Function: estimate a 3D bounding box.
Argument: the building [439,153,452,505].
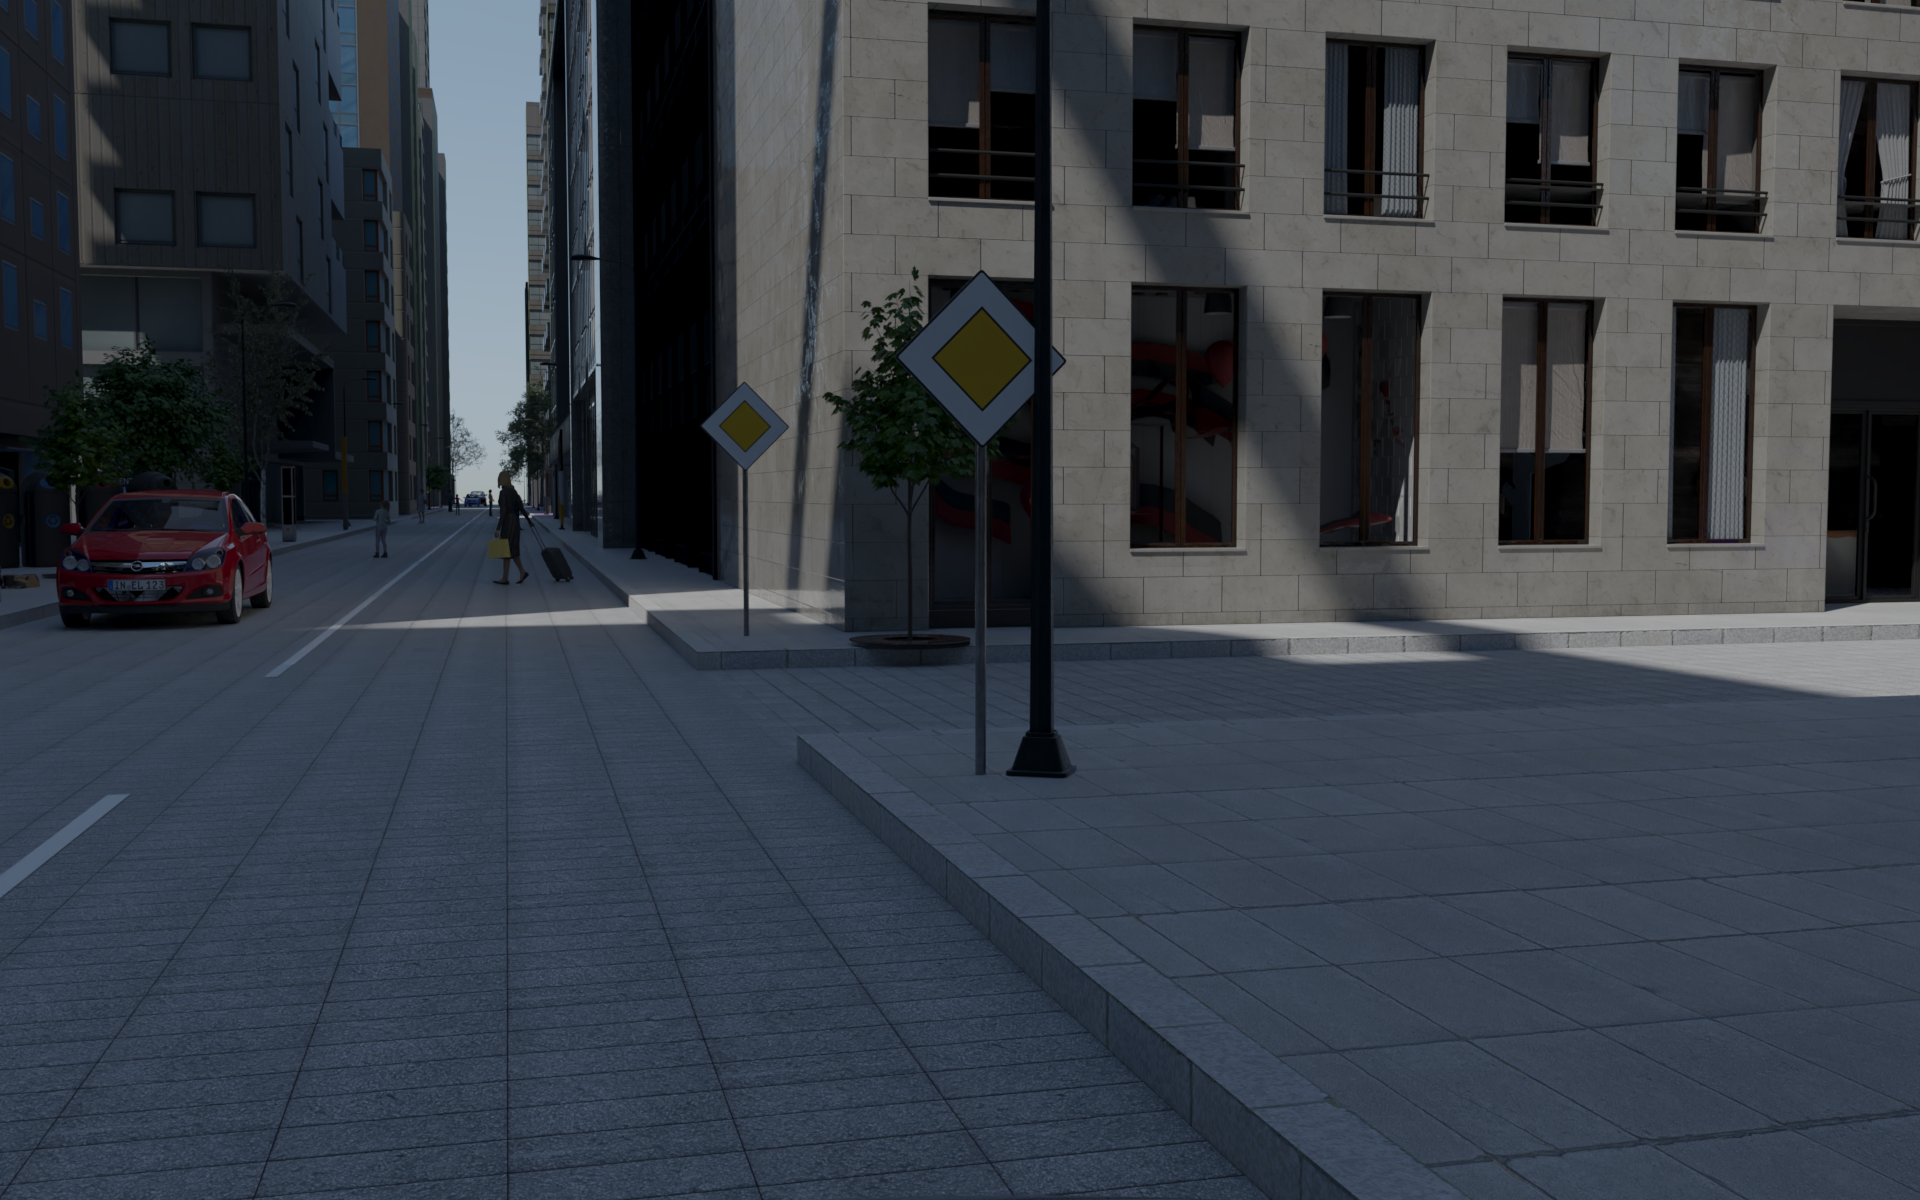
[{"bbox_3d":[-66.590,-31.596,200.182,14.154,41.232,14.086,-1,4,-15],"label":"building"}]

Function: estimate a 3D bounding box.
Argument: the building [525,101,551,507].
[{"bbox_3d":[-38.981,-30.689,185.352,14.154,41.232,14.086,-1,4,-15],"label":"building"}]

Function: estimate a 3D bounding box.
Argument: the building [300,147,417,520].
[{"bbox_3d":[-45.950,-15.439,97.463,27.650,21.520,28.899,-1,4,-15],"label":"building"}]

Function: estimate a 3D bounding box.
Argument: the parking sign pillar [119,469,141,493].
[{"bbox_3d":[-25.307,-3.926,52.661,1.447,3.967,1.447,0,4,-4],"label":"parking sign pillar"}]

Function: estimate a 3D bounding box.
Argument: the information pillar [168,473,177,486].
[{"bbox_3d":[-25.422,-3.138,55.793,0.304,2.012,0.304,-1,4,-8],"label":"information pillar"}]

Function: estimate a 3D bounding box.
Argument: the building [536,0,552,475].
[{"bbox_3d":[-24.595,-32.420,149.670,23.786,49.044,30.456,-1,4,-15],"label":"building"}]

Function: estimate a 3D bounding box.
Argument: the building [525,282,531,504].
[{"bbox_3d":[-52.188,-28.462,237.062,14.160,30.474,14.107,-1,4,-15],"label":"building"}]

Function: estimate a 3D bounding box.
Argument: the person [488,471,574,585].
[{"bbox_3d":[-6.893,-1.163,27.731,1.509,1.804,0.699,-3,5,-42],"label":"person"}]

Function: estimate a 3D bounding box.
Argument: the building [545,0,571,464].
[{"bbox_3d":[-10.360,-15.691,75.615,14.314,24.678,30.058,-1,4,-15],"label":"building"}]

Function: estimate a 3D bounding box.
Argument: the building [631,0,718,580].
[{"bbox_3d":[0.299,-12.509,34.199,12.332,23.373,15.834,-1,4,-15],"label":"building"}]

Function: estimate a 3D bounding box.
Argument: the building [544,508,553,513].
[{"bbox_3d":[-13.548,-26.474,124.736,32.217,40.220,23.993,-1,4,-15],"label":"building"}]

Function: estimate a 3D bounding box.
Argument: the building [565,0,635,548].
[{"bbox_3d":[-5.124,-14.261,51.190,12.078,24.808,19.932,-1,4,-15],"label":"building"}]

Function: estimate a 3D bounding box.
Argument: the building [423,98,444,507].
[{"bbox_3d":[-59.559,-29.883,172.189,14.154,41.232,14.086,-1,4,-15],"label":"building"}]

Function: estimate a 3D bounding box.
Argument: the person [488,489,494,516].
[{"bbox_3d":[-30.129,-6.255,111.474,0.721,1.736,1.217,0,4,-3],"label":"person"}]

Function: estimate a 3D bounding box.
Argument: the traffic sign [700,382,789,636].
[{"bbox_3d":[-1.933,-0.731,15.588,0.795,2.450,0.064,-1,4,-15],"label":"traffic sign"}]

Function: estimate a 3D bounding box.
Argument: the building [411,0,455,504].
[{"bbox_3d":[-74.084,-47.520,215.210,20.563,71.187,20.611,-1,4,-15],"label":"building"}]

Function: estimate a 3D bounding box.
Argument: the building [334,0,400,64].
[{"bbox_3d":[-45.949,-28.676,118.969,14.600,45.320,14.200,-1,4,-15],"label":"building"}]

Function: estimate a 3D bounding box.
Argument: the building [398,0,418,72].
[{"bbox_3d":[-53.303,-28.334,146.861,14.154,41.232,14.086,-1,4,-15],"label":"building"}]

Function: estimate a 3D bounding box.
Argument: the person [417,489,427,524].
[{"bbox_3d":[-26.249,-4.586,84.481,0.522,1.701,0.512,-1,4,-20],"label":"person"}]

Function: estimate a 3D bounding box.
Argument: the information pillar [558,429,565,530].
[{"bbox_3d":[-14.433,-4.359,62.631,0.183,3.616,0.504,-1,4,-23],"label":"information pillar"}]

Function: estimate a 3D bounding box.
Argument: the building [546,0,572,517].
[{"bbox_3d":[-17.592,-20.344,104.323,14.160,30.474,14.107,-1,4,-15],"label":"building"}]

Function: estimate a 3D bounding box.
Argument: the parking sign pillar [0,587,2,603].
[{"bbox_3d":[-12.016,-1.935,20.108,1.447,3.967,1.447,0,4,4],"label":"parking sign pillar"}]

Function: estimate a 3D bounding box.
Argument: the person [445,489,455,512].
[{"bbox_3d":[-40.911,-7.983,139.106,1.350,1.814,0.705,2,4,32],"label":"person"}]

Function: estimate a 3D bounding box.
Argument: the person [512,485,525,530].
[{"bbox_3d":[-17.647,-3.660,68.518,0.721,1.800,0.419,0,4,8],"label":"person"}]

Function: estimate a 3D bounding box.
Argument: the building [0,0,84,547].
[{"bbox_3d":[-29.117,-23.735,38.178,14.600,45.320,14.200,-1,4,-15],"label":"building"}]

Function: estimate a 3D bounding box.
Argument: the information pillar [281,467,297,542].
[{"bbox_3d":[-18.021,-2.569,46.493,0.304,2.012,0.304,0,4,-7],"label":"information pillar"}]

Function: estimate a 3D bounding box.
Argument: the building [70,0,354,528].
[{"bbox_3d":[-38.587,-29.113,65.241,28.713,52.752,27.495,-1,4,-15],"label":"building"}]

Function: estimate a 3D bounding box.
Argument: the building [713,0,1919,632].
[{"bbox_3d":[5.755,-10.265,22.582,16.860,20.320,10.420,-1,4,-15],"label":"building"}]

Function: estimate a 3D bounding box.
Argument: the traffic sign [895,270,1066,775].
[{"bbox_3d":[0.091,-0.258,7.863,0.795,2.450,0.064,-1,4,-15],"label":"traffic sign"}]

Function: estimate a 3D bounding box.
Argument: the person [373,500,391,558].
[{"bbox_3d":[-13.033,-1.601,38.955,0.394,1.301,0.425,2,4,25],"label":"person"}]

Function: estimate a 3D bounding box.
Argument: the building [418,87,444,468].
[{"bbox_3d":[-63.178,-32.769,185.887,14.600,45.320,14.200,-1,4,-15],"label":"building"}]

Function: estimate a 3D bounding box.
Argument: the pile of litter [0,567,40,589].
[{"bbox_3d":[-13.406,-0.612,23.974,1.176,0.858,1.719,-2,4,-35],"label":"pile of litter"}]
